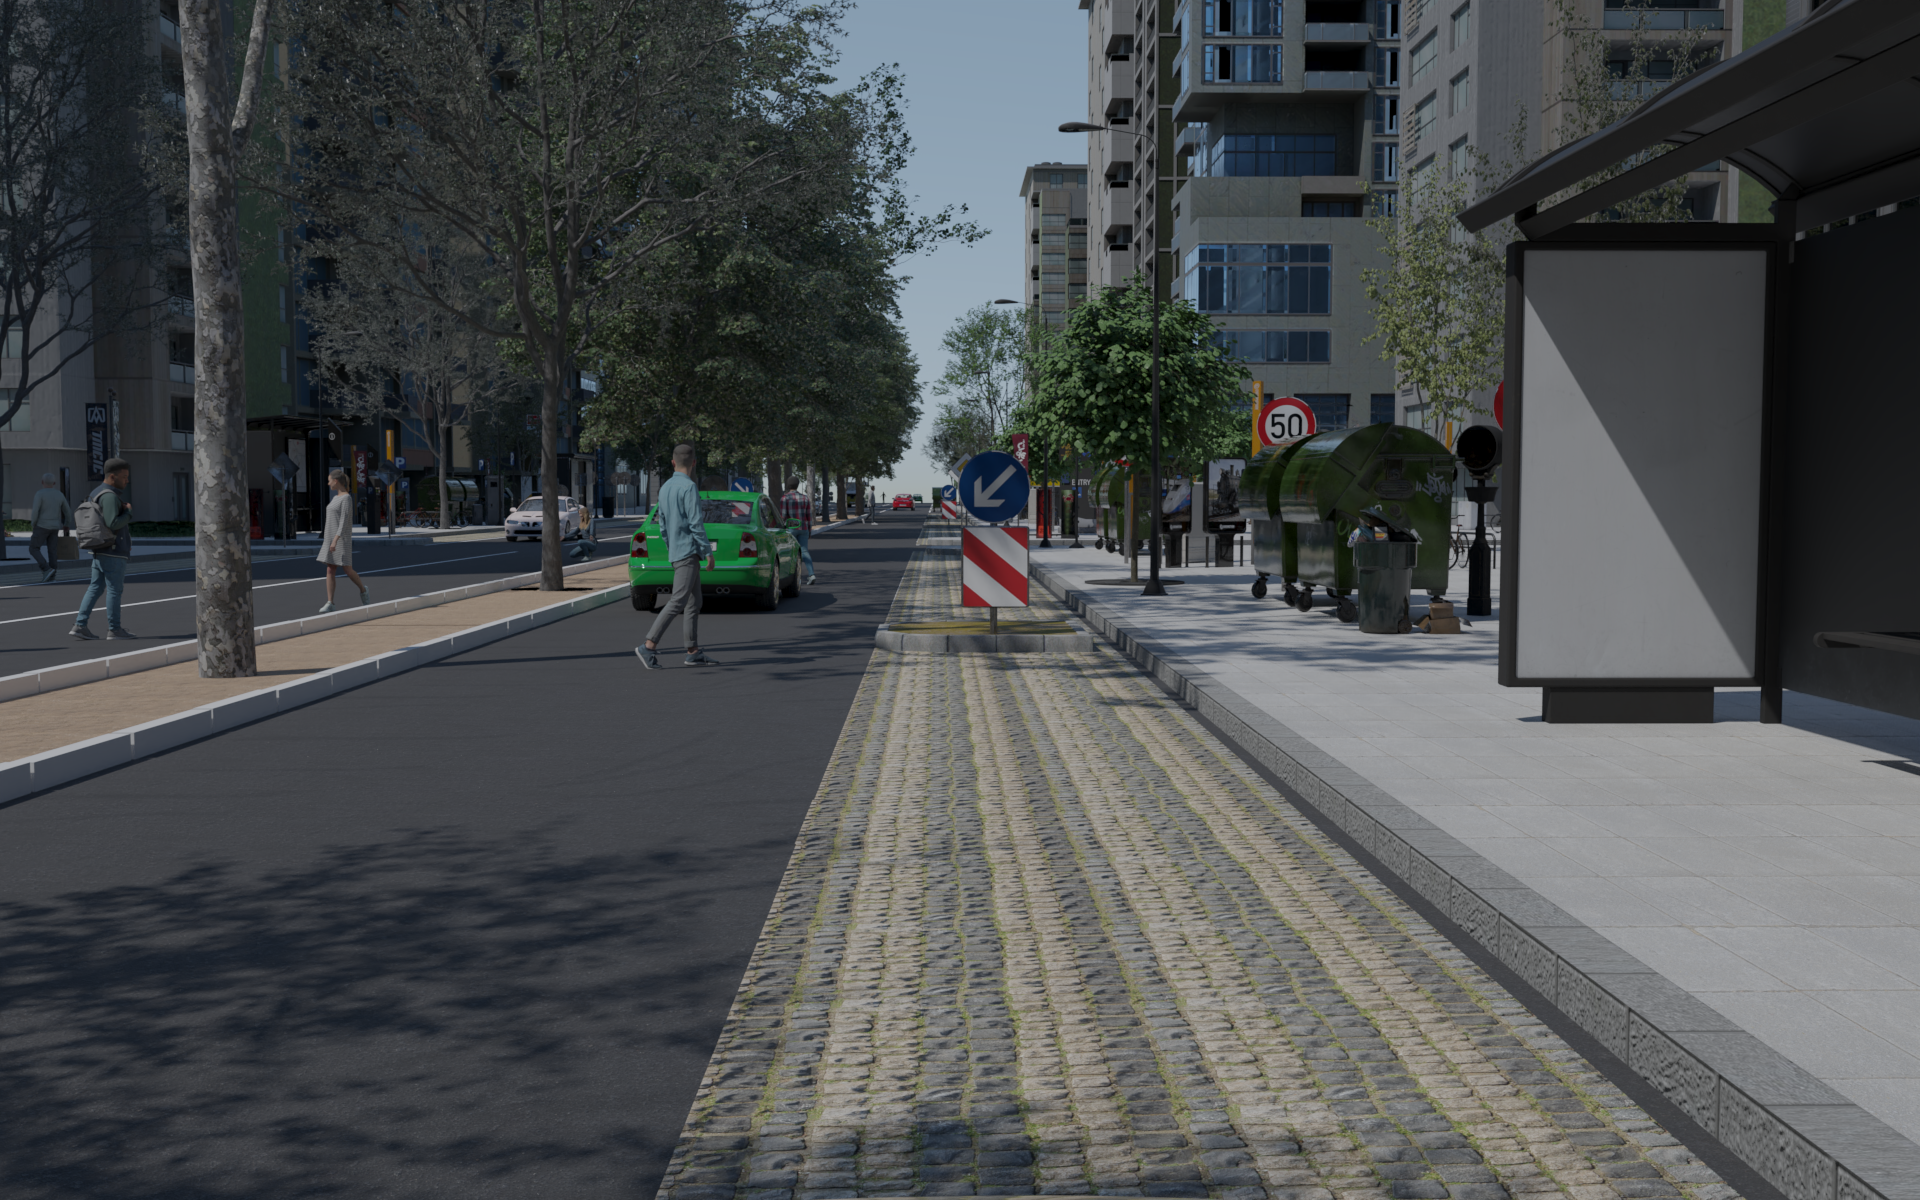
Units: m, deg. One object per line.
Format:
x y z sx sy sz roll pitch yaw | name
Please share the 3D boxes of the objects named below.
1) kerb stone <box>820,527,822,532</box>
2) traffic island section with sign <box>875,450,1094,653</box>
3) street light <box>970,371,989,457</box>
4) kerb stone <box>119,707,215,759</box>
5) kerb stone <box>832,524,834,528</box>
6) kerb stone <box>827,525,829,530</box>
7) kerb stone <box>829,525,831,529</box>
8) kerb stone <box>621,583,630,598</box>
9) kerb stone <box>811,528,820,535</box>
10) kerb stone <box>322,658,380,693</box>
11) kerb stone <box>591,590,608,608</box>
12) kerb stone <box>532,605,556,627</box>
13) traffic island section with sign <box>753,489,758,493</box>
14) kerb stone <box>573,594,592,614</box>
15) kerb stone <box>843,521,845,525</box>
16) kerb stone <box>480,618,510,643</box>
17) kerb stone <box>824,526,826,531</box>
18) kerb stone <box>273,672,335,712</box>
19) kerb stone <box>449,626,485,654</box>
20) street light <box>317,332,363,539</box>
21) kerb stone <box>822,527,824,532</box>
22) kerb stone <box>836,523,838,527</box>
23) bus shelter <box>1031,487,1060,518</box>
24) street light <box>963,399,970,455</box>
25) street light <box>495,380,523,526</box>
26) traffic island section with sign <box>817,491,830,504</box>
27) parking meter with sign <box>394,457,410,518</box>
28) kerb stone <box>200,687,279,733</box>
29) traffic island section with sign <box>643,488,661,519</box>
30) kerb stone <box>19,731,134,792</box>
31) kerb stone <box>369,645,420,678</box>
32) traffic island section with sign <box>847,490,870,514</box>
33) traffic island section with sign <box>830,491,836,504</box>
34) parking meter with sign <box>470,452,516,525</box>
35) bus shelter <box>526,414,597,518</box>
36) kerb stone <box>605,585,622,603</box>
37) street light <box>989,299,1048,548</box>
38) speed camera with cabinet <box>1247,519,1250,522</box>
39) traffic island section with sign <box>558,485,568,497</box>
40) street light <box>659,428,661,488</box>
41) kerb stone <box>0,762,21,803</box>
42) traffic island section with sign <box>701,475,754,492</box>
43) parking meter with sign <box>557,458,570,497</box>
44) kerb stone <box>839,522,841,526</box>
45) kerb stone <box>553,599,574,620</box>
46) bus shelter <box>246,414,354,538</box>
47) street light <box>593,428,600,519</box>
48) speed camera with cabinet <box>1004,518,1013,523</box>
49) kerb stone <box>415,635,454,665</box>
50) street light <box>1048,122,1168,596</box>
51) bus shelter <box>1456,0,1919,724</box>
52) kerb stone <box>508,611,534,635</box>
-5.261 -2.535 63.718 0.120 0.150 1.000 0 4 -1 | kerb stone
0.195 -0.481 16.498 1.989 1.847 2.006 0 4 -1 | traffic island section with sign
1.228 -5.680 65.416 1.470 5.913 1.316 0 4 -1 | street light
-4.522 0.759 9.843 0.120 0.150 1.000 0 4 -1 | kerb stone
-5.365 -2.978 70.890 0.120 0.150 1.000 0 4 -1 | kerb stone
-5.318 -2.790 67.807 0.120 0.150 1.000 0 4 -1 | kerb stone
-5.335 -2.849 68.833 0.120 0.150 1.000 0 4 -1 | kerb stone
-4.728 -0.122 24.192 0.120 0.150 1.000 0 4 -1 | kerb stone
-5.248 -2.476 62.678 0.120 0.150 1.000 0 4 -1 | kerb stone
-4.569 0.571 12.920 0.120 0.150 1.000 0 4 -1 | kerb stone
-4.692 0.003 22.144 0.120 0.150 1.000 0 4 -1 | kerb stone
-4.649 0.191 19.072 0.120 0.150 1.000 0 4 -1 | kerb stone
-17.690 -8.602 149.273 1.989 1.847 2.006 0 4 -1 | traffic island section with sign
-4.672 0.066 21.116 0.120 0.150 1.000 0 4 -1 | kerb stone
-5.475 -3.480 79.092 0.120 0.150 1.000 0 4 -1 | kerb stone
-4.629 0.317 17.018 0.120 0.150 1.000 0 4 -1 | kerb stone
-5.295 -2.662 65.762 0.120 0.150 1.000 0 4 -1 | kerb stone
-4.545 0.637 11.889 0.120 0.150 1.000 0 4 -1 | kerb stone
-4.606 0.379 15.996 0.120 0.150 1.000 0 4 -1 | kerb stone
-17.758 -4.715 49.634 1.470 5.913 1.316 0 4 -1 | street light
-5.278 -2.602 64.740 0.120 0.150 1.000 0 4 -1 | kerb stone
-5.402 -3.166 73.961 0.120 0.150 1.000 0 4 -1 | kerb stone
4.278 -6.299 80.620 2.179 5.291 8.768 0 4 -1 | bus shelter
1.004 -6.874 84.925 1.470 5.913 1.316 0 4 -1 | street light
-17.990 -5.938 69.633 1.470 5.913 1.316 0 4 -1 | street light
-18.836 -13.668 232.094 1.989 1.847 2.006 0 4 -1 | traffic island section with sign
-25.952 -5.165 80.708 0.543 3.016 1.738 -2 4 -26 | parking meter with sign
-4.538 0.693 10.866 0.120 0.150 1.000 0 4 -1 | kerb stone
-17.012 -5.533 99.087 1.989 1.847 2.006 0 4 -1 | traffic island section with sign
-4.513 0.824 8.817 0.120 0.150 1.000 0 4 -1 | kerb stone
-4.580 0.504 13.947 0.120 0.150 1.000 0 4 -1 | kerb stone
-7.167 -7.113 124.432 2.006 1.907 1.989 0 4 -1 | traffic island section with sign
-19.204 -15.316 259.047 1.989 1.847 2.006 0 4 -1 | traffic island section with sign
-19.208 -4.593 71.360 1.738 3.016 0.543 -2 4 -30 | parking meter with sign
-20.754 -6.865 89.880 2.179 5.291 8.768 0 4 -1 | bus shelter
-4.704 -0.059 23.170 0.120 0.150 1.000 0 4 -1 | kerb stone
1.512 -4.211 41.391 1.470 5.913 1.316 0 4 -1 | street light
12.749 -4.990 75.917 0.660 3.252 2.038 0 4 2 | speed camera with cabinet
-16.636 -3.869 71.885 1.989 1.847 2.006 0 4 -1 | traffic island section with sign
-18.578 -8.433 110.425 1.470 5.913 1.316 0 4 -1 | street light
-4.504 0.882 7.795 0.120 0.150 1.000 0 4 -1 | kerb stone
-6.032 -2.065 41.894 2.006 1.907 1.989 0 4 -1 | traffic island section with sign
-19.581 -5.302 82.945 1.738 3.016 0.543 -1 4 -10 | parking meter with sign
-5.437 -3.291 76.006 0.120 0.150 1.000 0 4 -1 | kerb stone
-4.668 0.129 20.094 0.120 0.150 1.000 0 4 -1 | kerb stone
-20.811 -3.846 54.164 1.731 3.624 6.357 0 4 -1 | bus shelter
-18.384 -7.182 89.963 1.470 5.913 1.316 0 4 -1 | street light
2.189 -5.147 78.487 0.660 3.252 2.038 1 4 23 | speed camera with cabinet
-4.594 0.444 14.972 0.120 0.150 1.000 0 4 -1 | kerb stone
1.925 -3.012 21.792 1.470 5.913 1.316 0 4 -1 | street light
3.845 -0.808 7.130 2.014 3.302 5.546 0 4 -1 | bus shelter
-4.642 0.254 18.050 0.120 0.150 1.000 0 4 -1 | kerb stone
